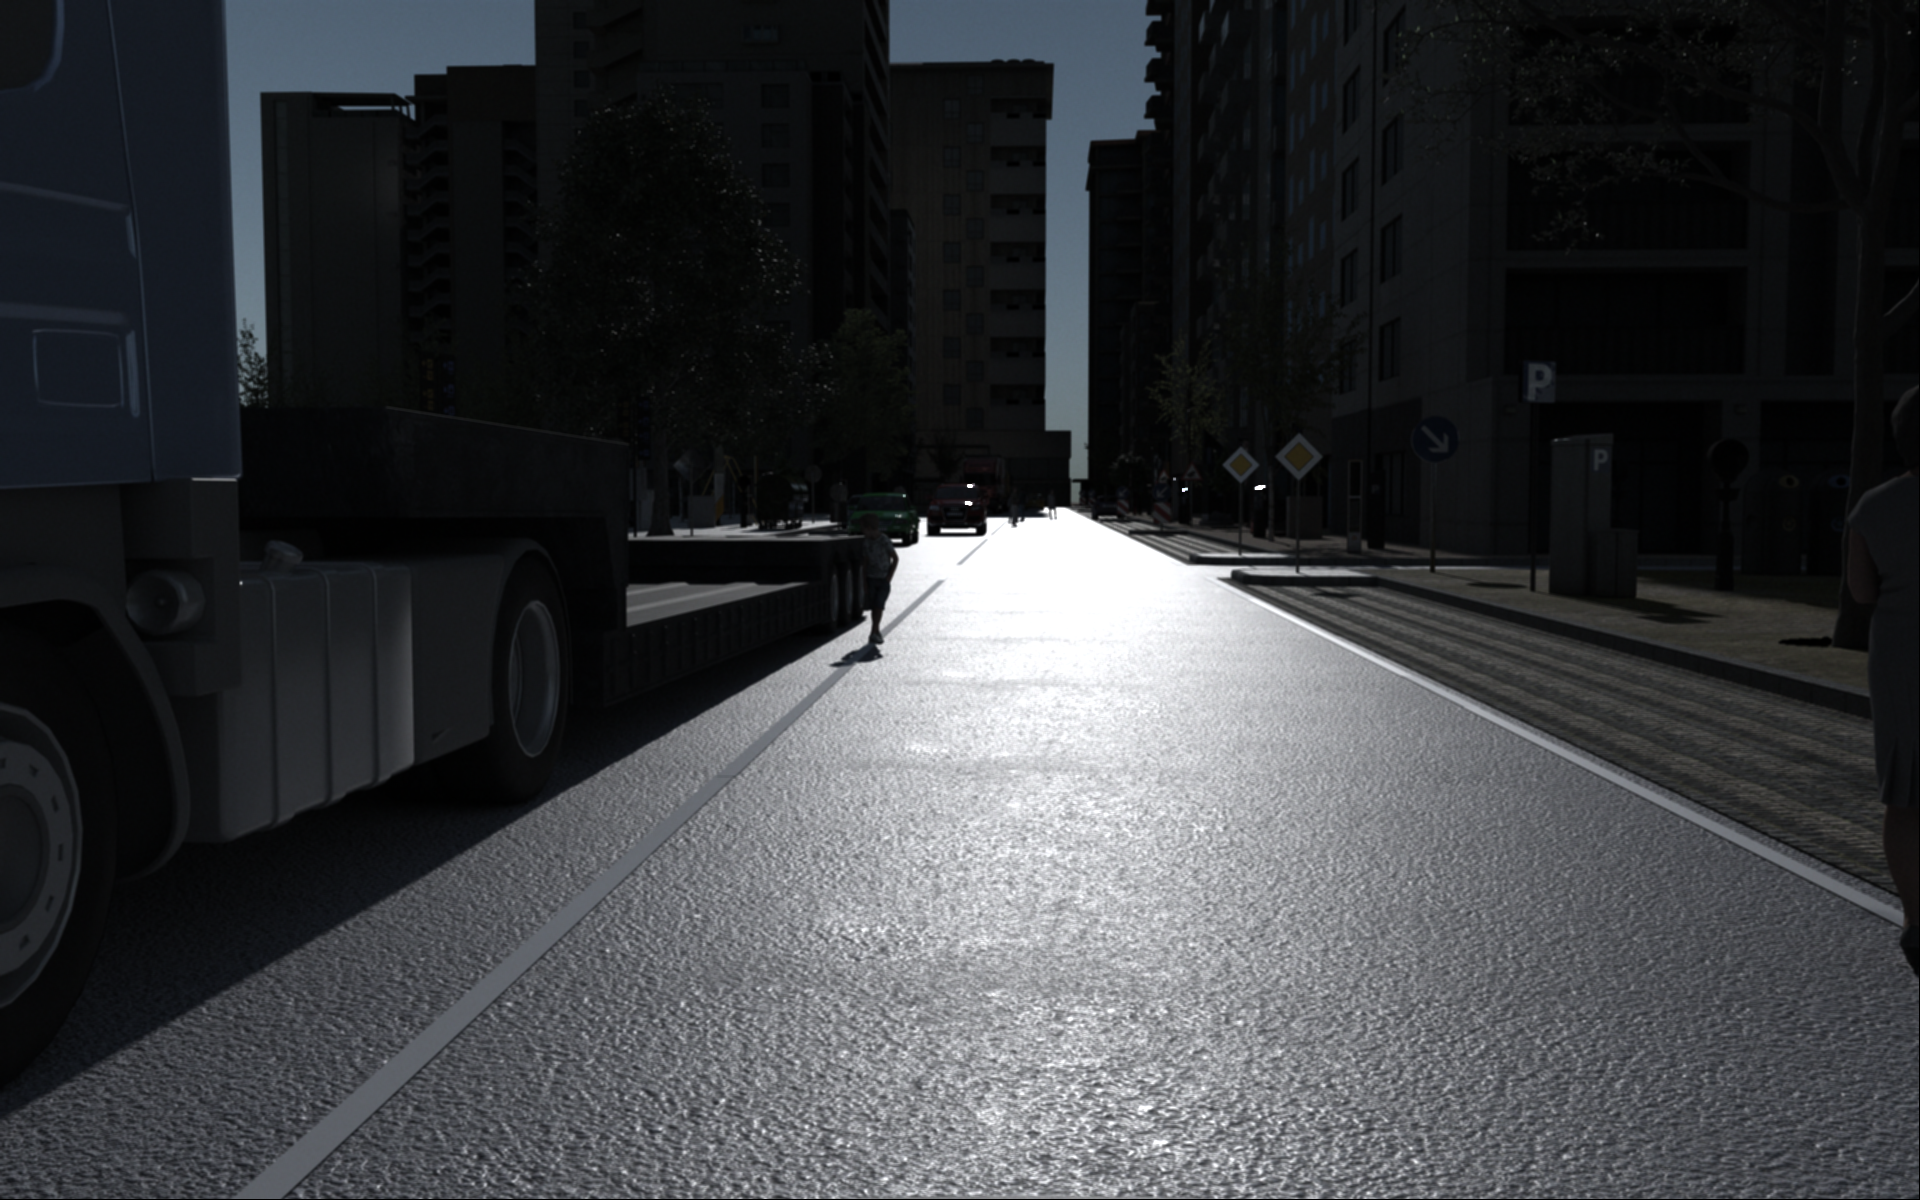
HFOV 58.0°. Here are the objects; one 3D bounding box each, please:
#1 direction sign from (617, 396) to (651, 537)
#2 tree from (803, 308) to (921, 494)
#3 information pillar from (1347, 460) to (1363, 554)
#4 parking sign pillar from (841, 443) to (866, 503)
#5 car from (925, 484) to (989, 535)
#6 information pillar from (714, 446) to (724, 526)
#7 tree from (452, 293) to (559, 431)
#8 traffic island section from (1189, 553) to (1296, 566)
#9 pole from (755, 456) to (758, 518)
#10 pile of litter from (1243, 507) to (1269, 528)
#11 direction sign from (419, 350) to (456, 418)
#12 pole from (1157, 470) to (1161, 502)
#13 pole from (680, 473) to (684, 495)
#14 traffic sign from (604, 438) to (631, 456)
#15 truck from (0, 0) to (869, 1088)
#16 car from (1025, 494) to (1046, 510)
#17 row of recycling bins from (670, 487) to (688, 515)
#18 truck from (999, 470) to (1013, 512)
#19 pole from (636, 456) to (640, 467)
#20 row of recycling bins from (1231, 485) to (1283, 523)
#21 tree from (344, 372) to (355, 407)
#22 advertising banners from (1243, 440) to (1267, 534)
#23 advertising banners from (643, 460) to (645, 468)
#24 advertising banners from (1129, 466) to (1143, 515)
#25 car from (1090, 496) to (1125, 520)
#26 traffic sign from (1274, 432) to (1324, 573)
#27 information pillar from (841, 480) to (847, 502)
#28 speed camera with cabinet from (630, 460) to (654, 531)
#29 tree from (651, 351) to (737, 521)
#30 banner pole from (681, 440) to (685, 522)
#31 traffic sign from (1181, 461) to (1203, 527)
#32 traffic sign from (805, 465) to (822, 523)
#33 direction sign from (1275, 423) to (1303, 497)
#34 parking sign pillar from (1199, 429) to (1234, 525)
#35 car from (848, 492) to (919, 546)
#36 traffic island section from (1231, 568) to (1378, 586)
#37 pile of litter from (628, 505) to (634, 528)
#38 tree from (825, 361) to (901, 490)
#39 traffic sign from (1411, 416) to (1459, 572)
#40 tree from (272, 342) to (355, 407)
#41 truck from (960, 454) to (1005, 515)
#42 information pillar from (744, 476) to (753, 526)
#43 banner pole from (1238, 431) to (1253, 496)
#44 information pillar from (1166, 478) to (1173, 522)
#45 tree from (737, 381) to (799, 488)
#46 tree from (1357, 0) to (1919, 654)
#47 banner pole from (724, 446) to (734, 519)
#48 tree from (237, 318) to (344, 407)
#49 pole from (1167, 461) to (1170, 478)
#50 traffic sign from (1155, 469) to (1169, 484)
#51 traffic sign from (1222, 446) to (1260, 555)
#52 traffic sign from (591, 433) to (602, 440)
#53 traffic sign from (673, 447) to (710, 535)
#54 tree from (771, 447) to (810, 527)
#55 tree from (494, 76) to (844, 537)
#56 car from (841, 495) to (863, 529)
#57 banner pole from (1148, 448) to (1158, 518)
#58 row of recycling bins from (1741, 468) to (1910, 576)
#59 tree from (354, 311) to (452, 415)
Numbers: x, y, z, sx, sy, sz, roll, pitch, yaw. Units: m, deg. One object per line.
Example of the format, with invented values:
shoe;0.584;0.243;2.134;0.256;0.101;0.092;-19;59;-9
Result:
direction sign;-7.553;-2.948;40.196;0.876;3.537;0.379;1;4;22
tree;-6.058;-11.511;106.334;7.486;12.596;7.792;0;3;0
information pillar;8.530;-2.015;37.436;0.304;2.012;0.304;1;4;11
parking sign pillar;-5.632;-6.299;91.456;1.447;3.967;1.447;-1;4;-14
car;-0.075;-3.286;62.401;2.281;1.827;5.304;0;4;2
information pillar;-9.664;-4.773;69.386;0.183;3.616;0.504;2;4;35
tree;-15.551;-6.830;62.041;4.737;8.622;4.395;0;3;0
traffic island section;5.875;-0.853;36.220;2.009;0.180;2.903;0;4;3
pole;-10.767;-5.983;91.671;0.158;3.312;0.155;0;3;0
pile of litter;11.441;-3.222;66.646;1.176;0.858;1.719;2;4;32
direction sign;-8.358;-2.189;27.791;0.379;3.537;0.876;1;4;20
pole;12.030;-6.778;104.668;0.158;3.312;0.155;0;3;0
pole;-15.822;-6.406;98.575;0.158;3.312;0.155;0;3;0
traffic sign;-7.818;-2.385;39.109;0.768;2.556;0.104;0;4;3
truck;-2.930;-1.304;11.085;2.967;4.110;18.799;0;4;4
car;6.613;-8.783;153.820;2.015;1.641;3.980;0;4;2
row of recycling bins;-17.229;-6.065;106.280;1.069;1.692;3.534;0;4;-3
truck;2.676;-8.884;141.169;3.469;3.379;9.791;0;4;3
pole;-17.179;-6.025;92.351;0.158;3.312;0.155;0;3;0
row of recycling bins;12.547;-4.259;76.755;3.534;1.692;1.069;0;4;-2
tree;-30.232;-8.602;90.998;4.737;8.622;4.395;0;3;0
advertising banners;9.485;-3.650;55.870;0.090;3.025;2.074;-1;4;-11
advertising banners;-14.334;-5.142;80.262;0.090;3.025;2.074;1;4;19
advertising banners;10.871;-6.802;107.405;0.090;3.025;2.074;2;4;30
car;8.385;-5.236;98.194;1.945;1.354;3.894;0;4;2
traffic sign;5.499;-1.500;28.166;0.795;2.450;0.064;0;4;3
information pillar;-5.945;-5.150;88.702;0.304;2.012;0.304;0;4;-4
speed camera with cabinet;-11.163;-4.075;60.957;0.660;3.252;2.038;1;4;9
tree;-13.491;-8.144;83.519;4.737;8.622;4.395;0;3;0
banner pole;-12.594;-5.437;78.914;0.401;3.779;0.863;0;4;3
traffic sign;9.019;-4.123;67.411;0.884;2.594;0.081;0;4;8
traffic sign;-6.452;-4.645;76.055;0.768;2.556;0.104;0;4;7
direction sign;10.430;-3.852;54.972;0.876;3.537;0.379;0;4;-7
parking sign pillar;10.684;-5.113;72.067;1.447;3.967;1.447;-2;4;-35
car;-2.169;-2.494;49.575;1.959;1.807;4.718;0;4;2
traffic island section;5.523;-0.365;28.243;2.009;0.180;2.903;0;4;3
pile of litter;-12.885;-3.211;66.469;1.176;0.858;1.719;2;4;32
tree;-5.394;-8.937;96.480;4.737;8.622;4.395;0;3;0
traffic sign;7.754;-1.727;28.341;0.768;2.556;0.104;0;4;5
tree;-30.846;-8.121;83.135;4.360;8.622;3.978;0;3;0
truck;1.746;-8.316;124.879;2.839;4.237;11.283;0;4;4
information pillar;-8.555;-3.991;69.743;0.304;2.012;0.304;1;4;22
banner pole;11.380;-4.823;68.876;0.863;3.779;0.401;-1;4;-22
information pillar;9.747;-4.659;80.672;0.304;2.012;0.304;0;4;0
tree;-10.871;-9.037;98.121;4.737;8.622;4.395;0;3;0
tree;7.660;-6.346;14.122;12.009;13.543;11.850;0;3;0
banner pole;-12.144;-6.112;89.944;0.863;3.779;0.401;-3;4;-38
tree;-29.437;-7.530;73.484;4.737;8.622;4.395;0;3;0
pole;13.001;-6.994;108.191;0.158;3.312;0.155;0;3;0
traffic sign;10.380;-5.398;88.257;0.884;2.594;0.081;0;4;6
traffic sign;5.851;-1.988;36.144;0.795;2.450;0.064;0;4;3
traffic sign;-6.033;-1.532;28.694;0.795;2.450;0.064;0;4;3
traffic sign;-5.681;-2.020;36.671;0.795;2.450;0.064;0;4;3
tree;-6.947;-4.461;67.546;1.663;3.219;1.824;0;3;0
tree;-8.340;-8.020;48.137;9.611;12.733;9.660;0;3;0
car;-3.985;-3.756;73.410;2.014;1.417;4.499;0;4;3
banner pole;10.518;-6.344;93.738;0.401;3.779;0.863;-2;4;-24
row of recycling bins;14.207;-1.228;27.186;3.534;1.692;1.069;1;4;18
tree;-21.467;-7.255;68.988;4.737;8.622;4.395;0;3;0
